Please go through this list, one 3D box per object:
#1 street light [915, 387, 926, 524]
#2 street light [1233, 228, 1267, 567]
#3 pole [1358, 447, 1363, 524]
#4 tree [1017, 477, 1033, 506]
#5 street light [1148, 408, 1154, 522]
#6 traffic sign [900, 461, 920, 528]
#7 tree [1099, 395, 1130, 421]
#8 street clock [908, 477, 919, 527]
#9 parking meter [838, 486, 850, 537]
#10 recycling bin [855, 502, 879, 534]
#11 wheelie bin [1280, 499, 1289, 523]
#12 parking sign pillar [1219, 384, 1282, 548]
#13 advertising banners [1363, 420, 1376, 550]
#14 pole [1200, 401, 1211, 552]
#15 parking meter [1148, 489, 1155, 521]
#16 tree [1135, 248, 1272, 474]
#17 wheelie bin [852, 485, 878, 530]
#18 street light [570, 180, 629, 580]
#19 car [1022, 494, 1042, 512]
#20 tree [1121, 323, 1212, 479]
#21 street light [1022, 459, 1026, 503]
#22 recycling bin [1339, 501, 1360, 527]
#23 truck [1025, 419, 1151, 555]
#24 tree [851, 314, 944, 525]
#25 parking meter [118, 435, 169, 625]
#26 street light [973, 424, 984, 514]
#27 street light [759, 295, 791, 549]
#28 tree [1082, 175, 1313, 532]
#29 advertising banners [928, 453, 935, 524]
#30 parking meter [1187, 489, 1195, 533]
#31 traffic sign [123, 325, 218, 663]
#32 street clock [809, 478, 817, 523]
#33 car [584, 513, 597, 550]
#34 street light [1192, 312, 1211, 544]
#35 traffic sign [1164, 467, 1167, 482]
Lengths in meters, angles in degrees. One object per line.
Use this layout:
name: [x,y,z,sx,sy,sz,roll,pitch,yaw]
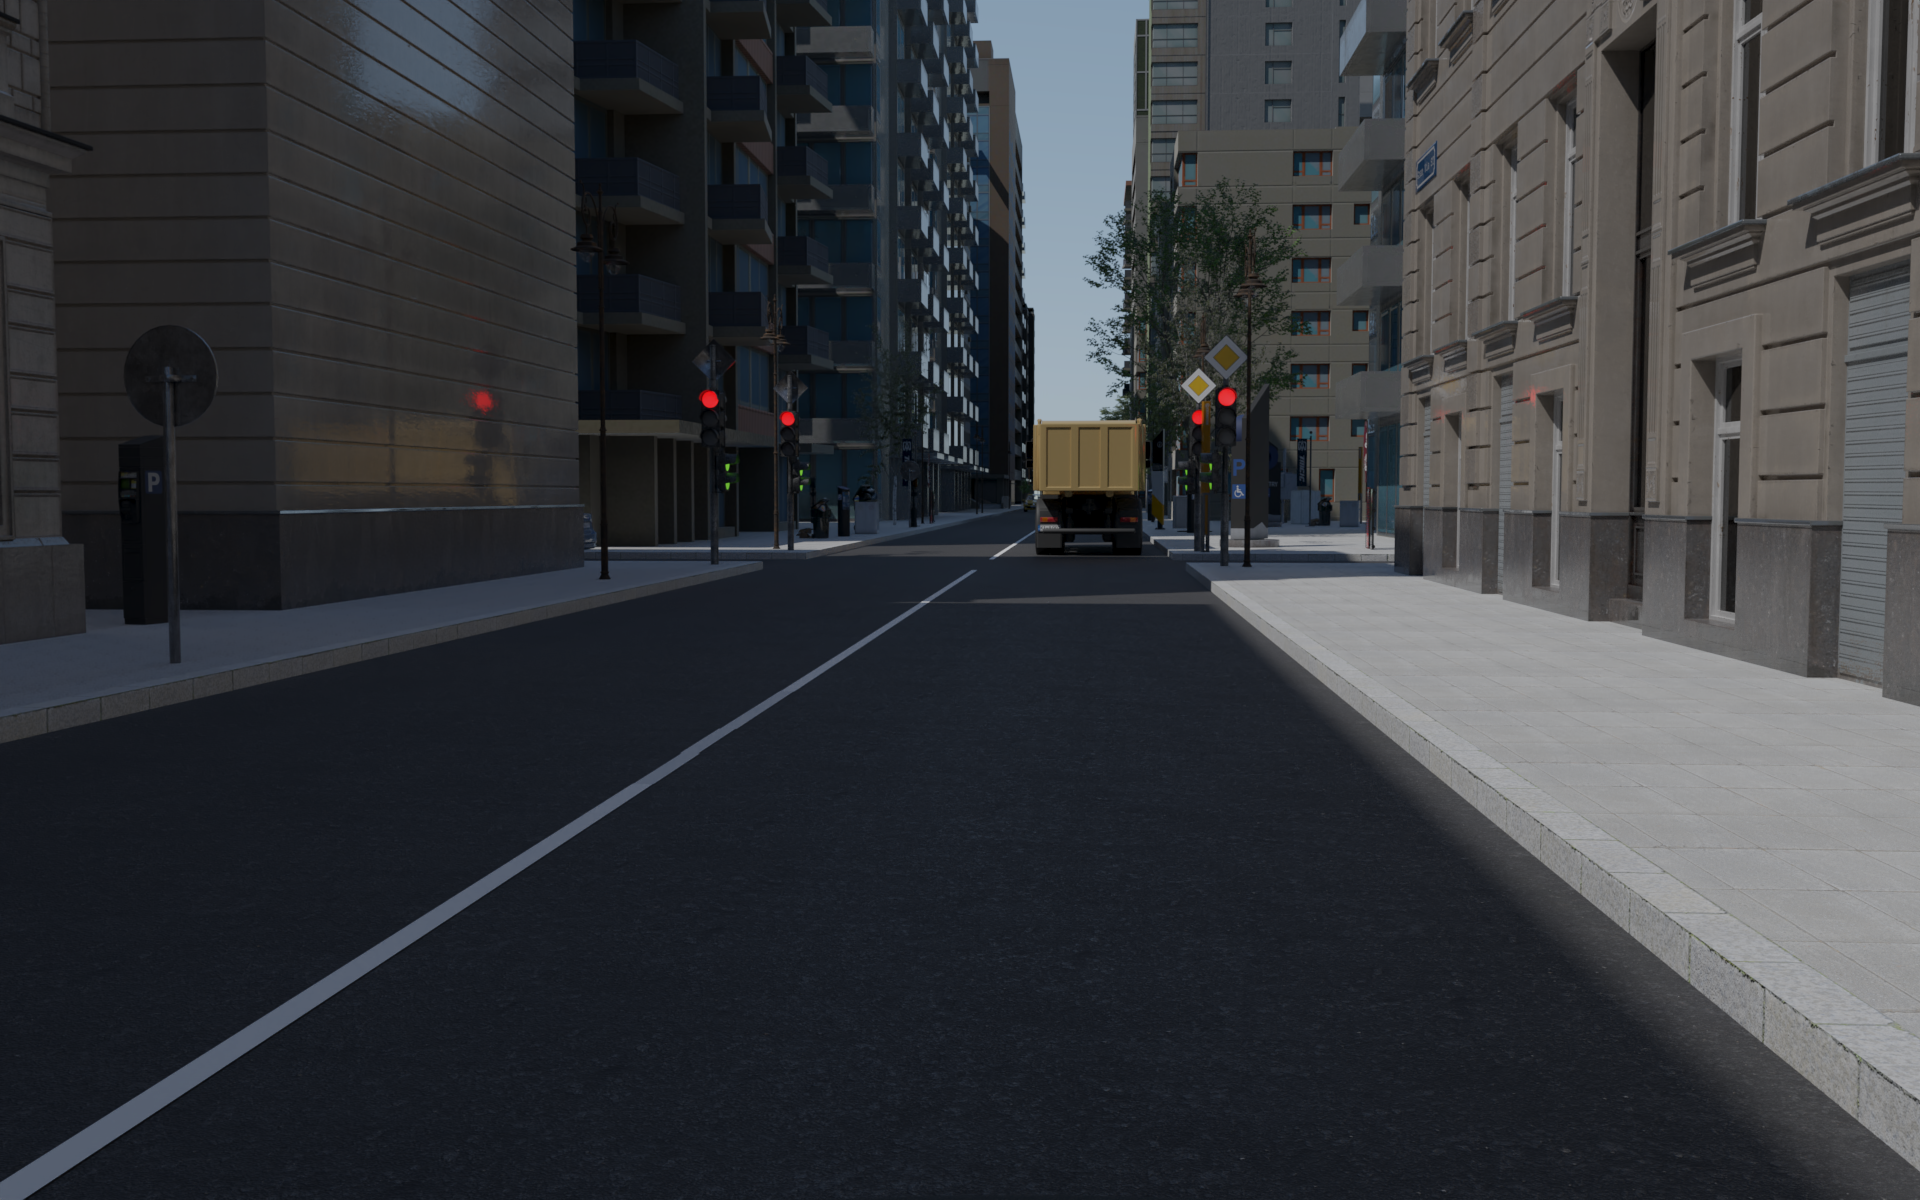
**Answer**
street light: [-1.621,-6.242,74.841,0.468,5.910,1.993,0,4,4]
street light: [5.057,-3.520,30.339,0.468,5.910,1.993,0,4,4]
pole: [17.284,-4.950,74.780,0.158,3.312,0.155,0,3,0]
tree: [7.281,-11.998,190.768,1.663,3.219,1.824,0,3,0]
street light: [8.777,-6.476,78.670,0.468,5.910,1.993,0,4,4]
traffic sign: [-1.927,-4.040,66.162,0.768,2.556,0.104,1,4,9]
tree: [18.397,-17.052,196.935,7.486,12.596,7.792,0,3,0]
street clock: [-1.783,-3.804,66.769,0.358,2.002,0.471,2,4,32]
parking meter: [-3.513,-2.687,52.348,0.372,1.533,0.369,0,3,0]
recycling bin: [-2.995,-2.644,55.776,0.722,1.027,0.722,0,4,4]
wheelie bin: [14.233,-4.233,77.118,0.693,1.594,0.980,-2,4,-31]
parking sign pillar: [7.030,-3.271,41.959,1.447,3.967,1.447,2,4,34]
advertising banners: [9.595,-2.717,40.613,0.090,3.025,2.074,0,4,7]
pole: [5.410,-2.710,38.145,0.158,3.312,0.155,0,3,0]
parking meter: [9.246,-4.600,83.616,0.372,1.533,0.369,0,3,0]
tree: [7.257,-6.186,51.505,4.360,8.622,3.978,0,3,0]
wheelie bin: [-3.267,-3.193,60.109,0.693,1.594,0.980,2,4,28]
street light: [-5.347,-3.248,25.895,0.468,5.910,1.993,0,4,4]
car: [6.021,-7.913,139.603,2.015,1.641,3.980,0,4,5]
tree: [8.746,-7.578,74.269,4.737,8.622,4.395,0,3,0]
street light: [6.874,-13.047,186.099,0.468,5.910,1.993,0,4,4]
recycling bin: [15.184,-3.356,67.432,0.722,1.027,0.722,1,4,19]
truck: [3.286,-2.959,44.297,3.469,3.379,9.791,0,4,4]
tree: [-2.705,-7.415,71.599,4.360,8.622,3.978,0,3,0]
parking meter: [-8.056,-0.695,17.082,0.255,1.863,0.399,1,4,17]
street light: [1.073,-8.356,109.407,0.468,5.910,1.993,0,4,4]
street light: [-4.285,-4.127,40.272,0.468,5.910,1.993,0,4,4]
tree: [7.858,-8.083,57.913,9.928,11.665,9.643,0,3,0]
advertising banners: [-1.257,-4.827,75.116,0.090,3.025,2.074,0,4,7]
parking meter: [7.677,-2.981,57.152,0.372,1.533,0.369,0,3,0]
traffic sign: [-5.958,-0.793,13.072,0.768,2.556,0.104,1,4,8]
street clock: [-6.467,-4.383,76.230,0.358,2.002,0.471,0,4,4]
car: [-9.905,-1.481,36.211,4.499,1.417,2.014,0,4,4]
street light: [6.171,-4.361,44.097,0.468,5.910,1.993,0,4,4]
traffic sign: [7.306,-3.752,63.477,0.606,2.300,0.079,1,4,13]
